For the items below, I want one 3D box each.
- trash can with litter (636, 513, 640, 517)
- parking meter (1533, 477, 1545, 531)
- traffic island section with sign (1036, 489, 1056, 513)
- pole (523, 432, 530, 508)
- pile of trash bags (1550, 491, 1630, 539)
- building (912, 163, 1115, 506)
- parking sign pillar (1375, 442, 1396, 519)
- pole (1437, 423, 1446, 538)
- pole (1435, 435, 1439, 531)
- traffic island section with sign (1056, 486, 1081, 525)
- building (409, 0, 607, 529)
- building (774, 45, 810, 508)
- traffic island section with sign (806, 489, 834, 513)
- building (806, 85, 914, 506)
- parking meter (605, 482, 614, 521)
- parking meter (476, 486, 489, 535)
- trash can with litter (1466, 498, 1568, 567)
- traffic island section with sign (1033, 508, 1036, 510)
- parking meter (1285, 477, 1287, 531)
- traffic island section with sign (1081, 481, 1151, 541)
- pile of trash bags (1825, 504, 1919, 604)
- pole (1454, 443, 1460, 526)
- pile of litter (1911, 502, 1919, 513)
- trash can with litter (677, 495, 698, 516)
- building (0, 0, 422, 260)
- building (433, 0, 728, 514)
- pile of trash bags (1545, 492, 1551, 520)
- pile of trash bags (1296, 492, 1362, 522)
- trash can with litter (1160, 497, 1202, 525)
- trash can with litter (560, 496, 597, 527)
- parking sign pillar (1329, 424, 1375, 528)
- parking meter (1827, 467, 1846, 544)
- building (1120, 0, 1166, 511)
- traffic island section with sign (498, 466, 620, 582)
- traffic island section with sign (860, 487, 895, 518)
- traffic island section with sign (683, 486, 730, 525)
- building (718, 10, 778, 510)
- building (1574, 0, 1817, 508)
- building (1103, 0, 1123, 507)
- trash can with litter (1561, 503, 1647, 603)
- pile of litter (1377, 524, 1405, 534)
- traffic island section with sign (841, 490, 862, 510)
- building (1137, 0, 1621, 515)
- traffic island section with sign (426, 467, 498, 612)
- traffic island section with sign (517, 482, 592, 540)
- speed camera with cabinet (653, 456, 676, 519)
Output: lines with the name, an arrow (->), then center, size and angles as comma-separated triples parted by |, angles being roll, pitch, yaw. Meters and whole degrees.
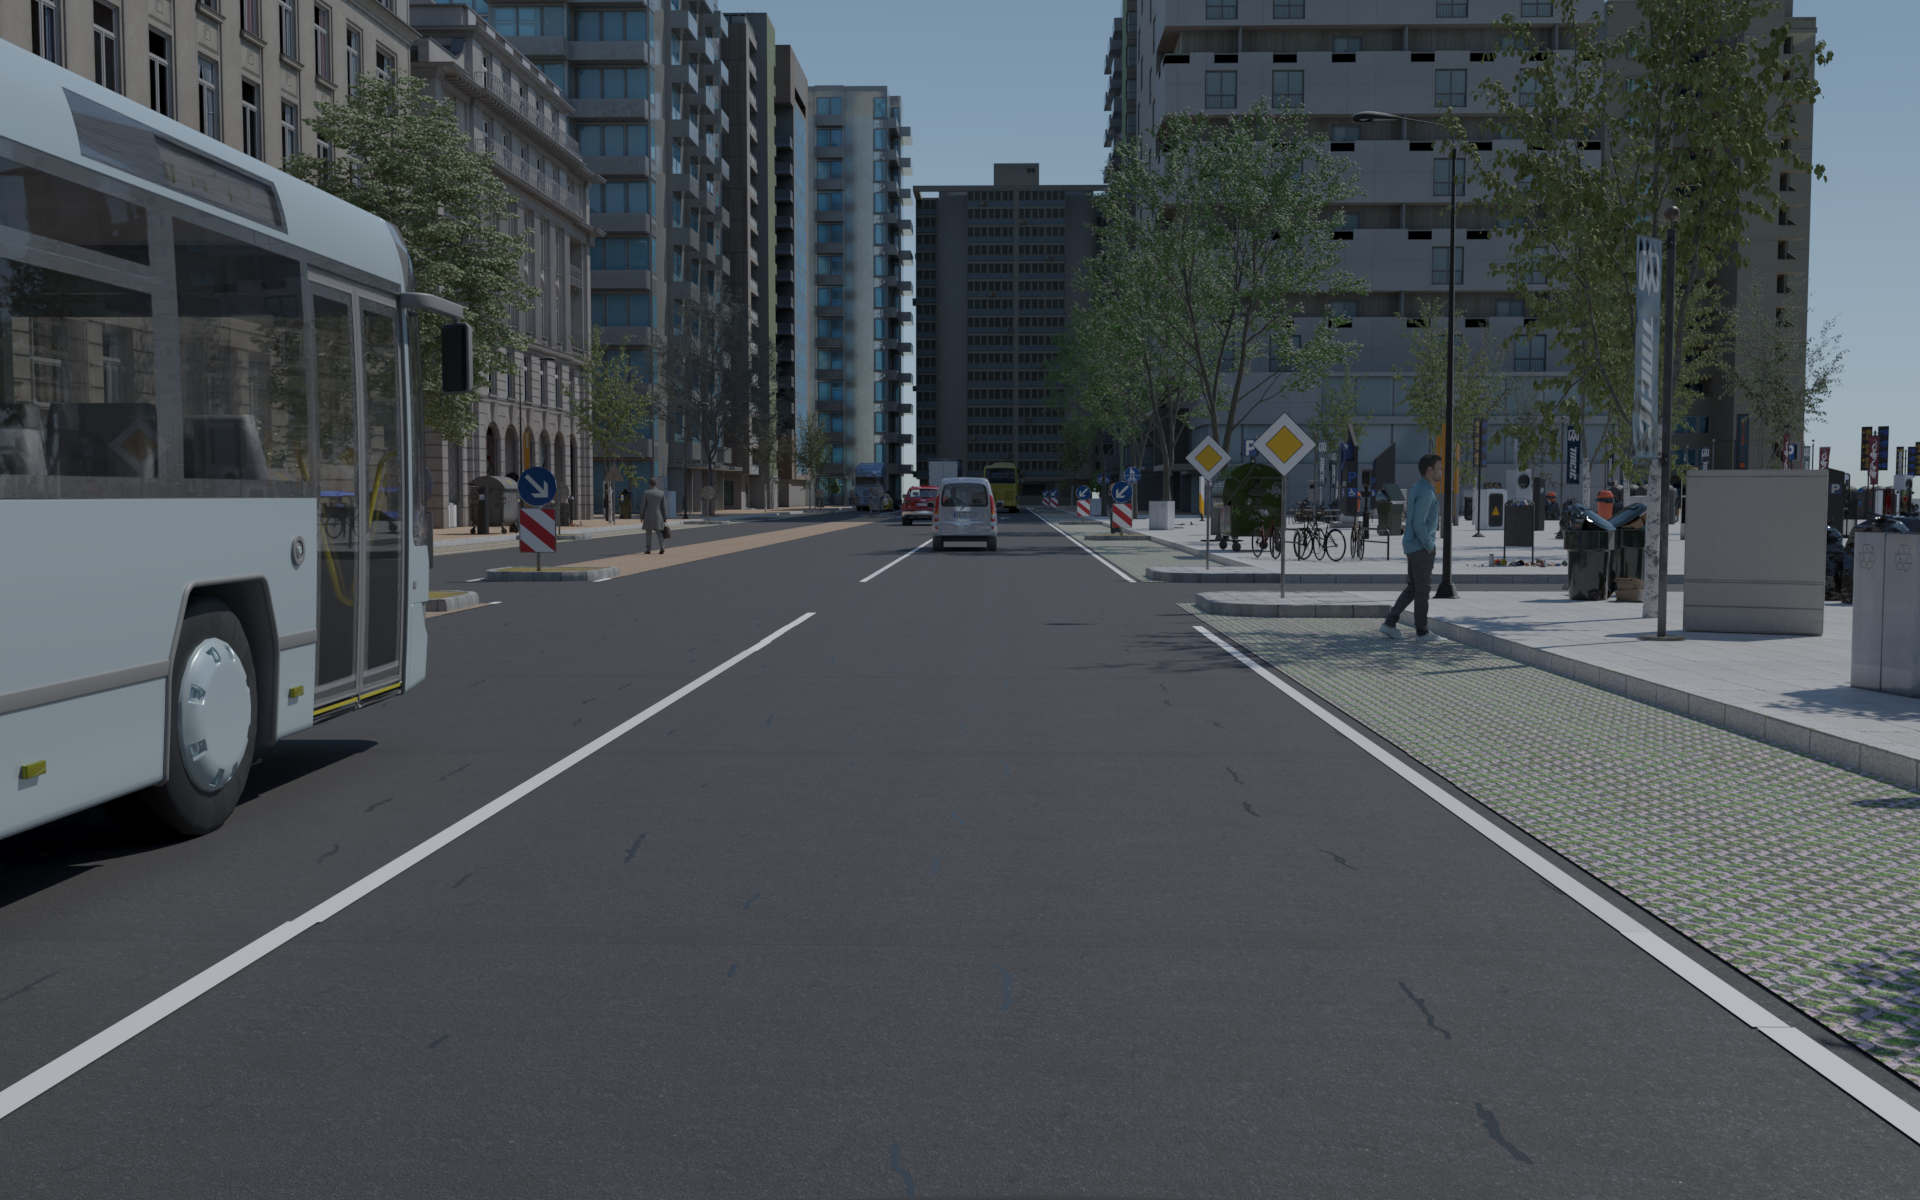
trash can with litter -> -17.166, -5.150, 95.253 | 1.678, 1.210, 2.233 | -3, 5, -42
parking meter -> 20.140, -3.335, 60.234 | 0.399, 1.863, 0.255 | -2, 4, -35
traffic island section with sign -> 6.978, -7.488, 131.059 | 1.989, 1.847, 2.006 | 0, 4, 2
pole -> -14.327, -3.881, 57.301 | 0.158, 3.312, 0.155 | 0, 3, 0
pile of trash bags -> 17.789, -2.360, 48.333 | 1.912, 1.369, 3.447 | 1, 4, 11
building -> 6.609, -31.445, 205.999 | 23.993, 40.220, 32.217 | 0, 4, 2
parking sign pillar -> 21.962, -6.207, 89.960 | 1.447, 3.967, 1.447 | -2, 4, -28
pole -> 13.986, -3.438, 50.053 | 0.158, 3.312, 0.155 | 0, 3, 0
pole -> 16.638, -4.065, 60.303 | 0.158, 3.312, 0.155 | 0, 3, 0
traffic island section with sign -> 5.634, -4.430, 81.050 | 1.989, 1.847, 2.006 | 0, 4, 2
building -> -24.499, -14.237, 74.576 | 13.314, 21.916, 24.055 | 0, 4, 2
building -> -22.790, -31.853, 170.915 | 14.200, 45.320, 14.600 | 0, 4, 2
traffic island section with sign -> -10.584, -7.526, 131.685 | 1.989, 1.847, 2.006 | 0, 4, 2
building -> -20.701, -35.677, 202.927 | 30.456, 49.044, 23.786 | 0, 4, 2
parking meter -> -16.465, -4.628, 81.380 | 0.255, 1.863, 0.399 | 3, 4, 38
parking meter -> -15.038, -2.824, 54.577 | 0.372, 1.533, 0.369 | 0, 3, 0
trash can with litter -> 10.257, -1.198, 30.650 | 2.233, 1.210, 1.678 | 2, 4, 34
traffic island section with sign -> 7.703, -9.136, 158.004 | 1.989, 1.847, 2.006 | 0, 4, 2
parking meter -> 11.007, -3.287, 59.453 | 0.399, 1.863, 0.255 | 1, 4, 12
traffic island section with sign -> 4.887, -2.771, 53.931 | 1.989, 1.847, 2.006 | 0, 4, 2
pile of trash bags -> 11.877, -0.669, 20.698 | 3.447, 1.369, 1.912 | 0, 4, 3
pole -> 19.898, -4.623, 69.423 | 0.158, 3.312, 0.155 | 0, 3, 0
pile of litter -> 52.143, -4.908, 94.217 | 1.176, 0.858, 1.719 | 1, 4, 11
trash can with litter -> -16.353, -5.651, 103.458 | 1.678, 1.210, 2.233 | -1, 4, -9
building -> -26.929, -13.083, 47.183 | 16.112, 22.955, 30.059 | 0, 4, 2
building -> -28.436, -30.644, 120.635 | 23.786, 49.044, 30.456 | 0, 4, 2
pile of trash bags -> 29.436, -4.631, 85.461 | 1.912, 1.369, 3.447 | 0, 4, 7
pile of trash bags -> 17.258, -4.325, 80.460 | 1.912, 1.369, 3.447 | -3, 4, -36
trash can with litter -> 8.875, -3.674, 71.135 | 2.233, 1.210, 1.678 | 0, 4, -3
trash can with litter -> -15.415, -3.537, 68.891 | 1.678, 1.210, 2.233 | -1, 4, -20
parking sign pillar -> 14.760, -4.725, 65.729 | 1.447, 3.967, 1.447 | 0, 4, 1
parking meter -> 19.035, -1.953, 37.650 | 0.399, 1.863, 0.255 | 2, 4, 28
building -> 19.839, -27.836, 138.721 | 14.154, 41.232, 14.086 | 0, 4, 2
traffic island section with sign -> -6.974, -1.295, 29.304 | 2.006, 1.907, 1.989 | 0, 4, 2
traffic island section with sign -> -4.948, -5.889, 104.416 | 2.006, 1.907, 1.989 | 0, 4, 2
traffic island section with sign -> -11.928, -4.480, 81.883 | 1.989, 1.847, 2.006 | 0, 4, 2
building -> -23.038, -28.096, 142.965 | 14.154, 41.232, 14.086 | 0, 4, 2
building -> 68.200, -33.095, 164.806 | 21.600, 48.544, 21.300 | 0, 4, 2
building -> 24.810, -33.087, 160.585 | 23.786, 49.044, 30.456 | 0, 4, 2
trash can with litter -> 7.831, -0.580, 20.862 | 1.055, 1.170, 0.624 | 3, 5, 39
pile of litter -> 14.023, -2.544, 55.552 | 1.719, 0.858, 1.176 | -3, 4, -39
traffic island section with sign -> -9.840, -9.210, 159.204 | 1.989, 1.847, 2.006 | 0, 4, 2
building -> 26.314, -32.292, 117.217 | 28.713, 52.752, 27.495 | 0, 4, 2
traffic island section with sign -> -7.184, -0.842, 21.900 | 2.006, 1.907, 1.989 | 0, 4, 2
traffic island section with sign -> -12.680, -2.800, 54.415 | 1.989, 1.847, 2.006 | 0, 4, 2
speed camera with cabinet -> -15.399, -5.865, 90.233 | 0.660, 3.252, 2.038 | 1, 4, 9
